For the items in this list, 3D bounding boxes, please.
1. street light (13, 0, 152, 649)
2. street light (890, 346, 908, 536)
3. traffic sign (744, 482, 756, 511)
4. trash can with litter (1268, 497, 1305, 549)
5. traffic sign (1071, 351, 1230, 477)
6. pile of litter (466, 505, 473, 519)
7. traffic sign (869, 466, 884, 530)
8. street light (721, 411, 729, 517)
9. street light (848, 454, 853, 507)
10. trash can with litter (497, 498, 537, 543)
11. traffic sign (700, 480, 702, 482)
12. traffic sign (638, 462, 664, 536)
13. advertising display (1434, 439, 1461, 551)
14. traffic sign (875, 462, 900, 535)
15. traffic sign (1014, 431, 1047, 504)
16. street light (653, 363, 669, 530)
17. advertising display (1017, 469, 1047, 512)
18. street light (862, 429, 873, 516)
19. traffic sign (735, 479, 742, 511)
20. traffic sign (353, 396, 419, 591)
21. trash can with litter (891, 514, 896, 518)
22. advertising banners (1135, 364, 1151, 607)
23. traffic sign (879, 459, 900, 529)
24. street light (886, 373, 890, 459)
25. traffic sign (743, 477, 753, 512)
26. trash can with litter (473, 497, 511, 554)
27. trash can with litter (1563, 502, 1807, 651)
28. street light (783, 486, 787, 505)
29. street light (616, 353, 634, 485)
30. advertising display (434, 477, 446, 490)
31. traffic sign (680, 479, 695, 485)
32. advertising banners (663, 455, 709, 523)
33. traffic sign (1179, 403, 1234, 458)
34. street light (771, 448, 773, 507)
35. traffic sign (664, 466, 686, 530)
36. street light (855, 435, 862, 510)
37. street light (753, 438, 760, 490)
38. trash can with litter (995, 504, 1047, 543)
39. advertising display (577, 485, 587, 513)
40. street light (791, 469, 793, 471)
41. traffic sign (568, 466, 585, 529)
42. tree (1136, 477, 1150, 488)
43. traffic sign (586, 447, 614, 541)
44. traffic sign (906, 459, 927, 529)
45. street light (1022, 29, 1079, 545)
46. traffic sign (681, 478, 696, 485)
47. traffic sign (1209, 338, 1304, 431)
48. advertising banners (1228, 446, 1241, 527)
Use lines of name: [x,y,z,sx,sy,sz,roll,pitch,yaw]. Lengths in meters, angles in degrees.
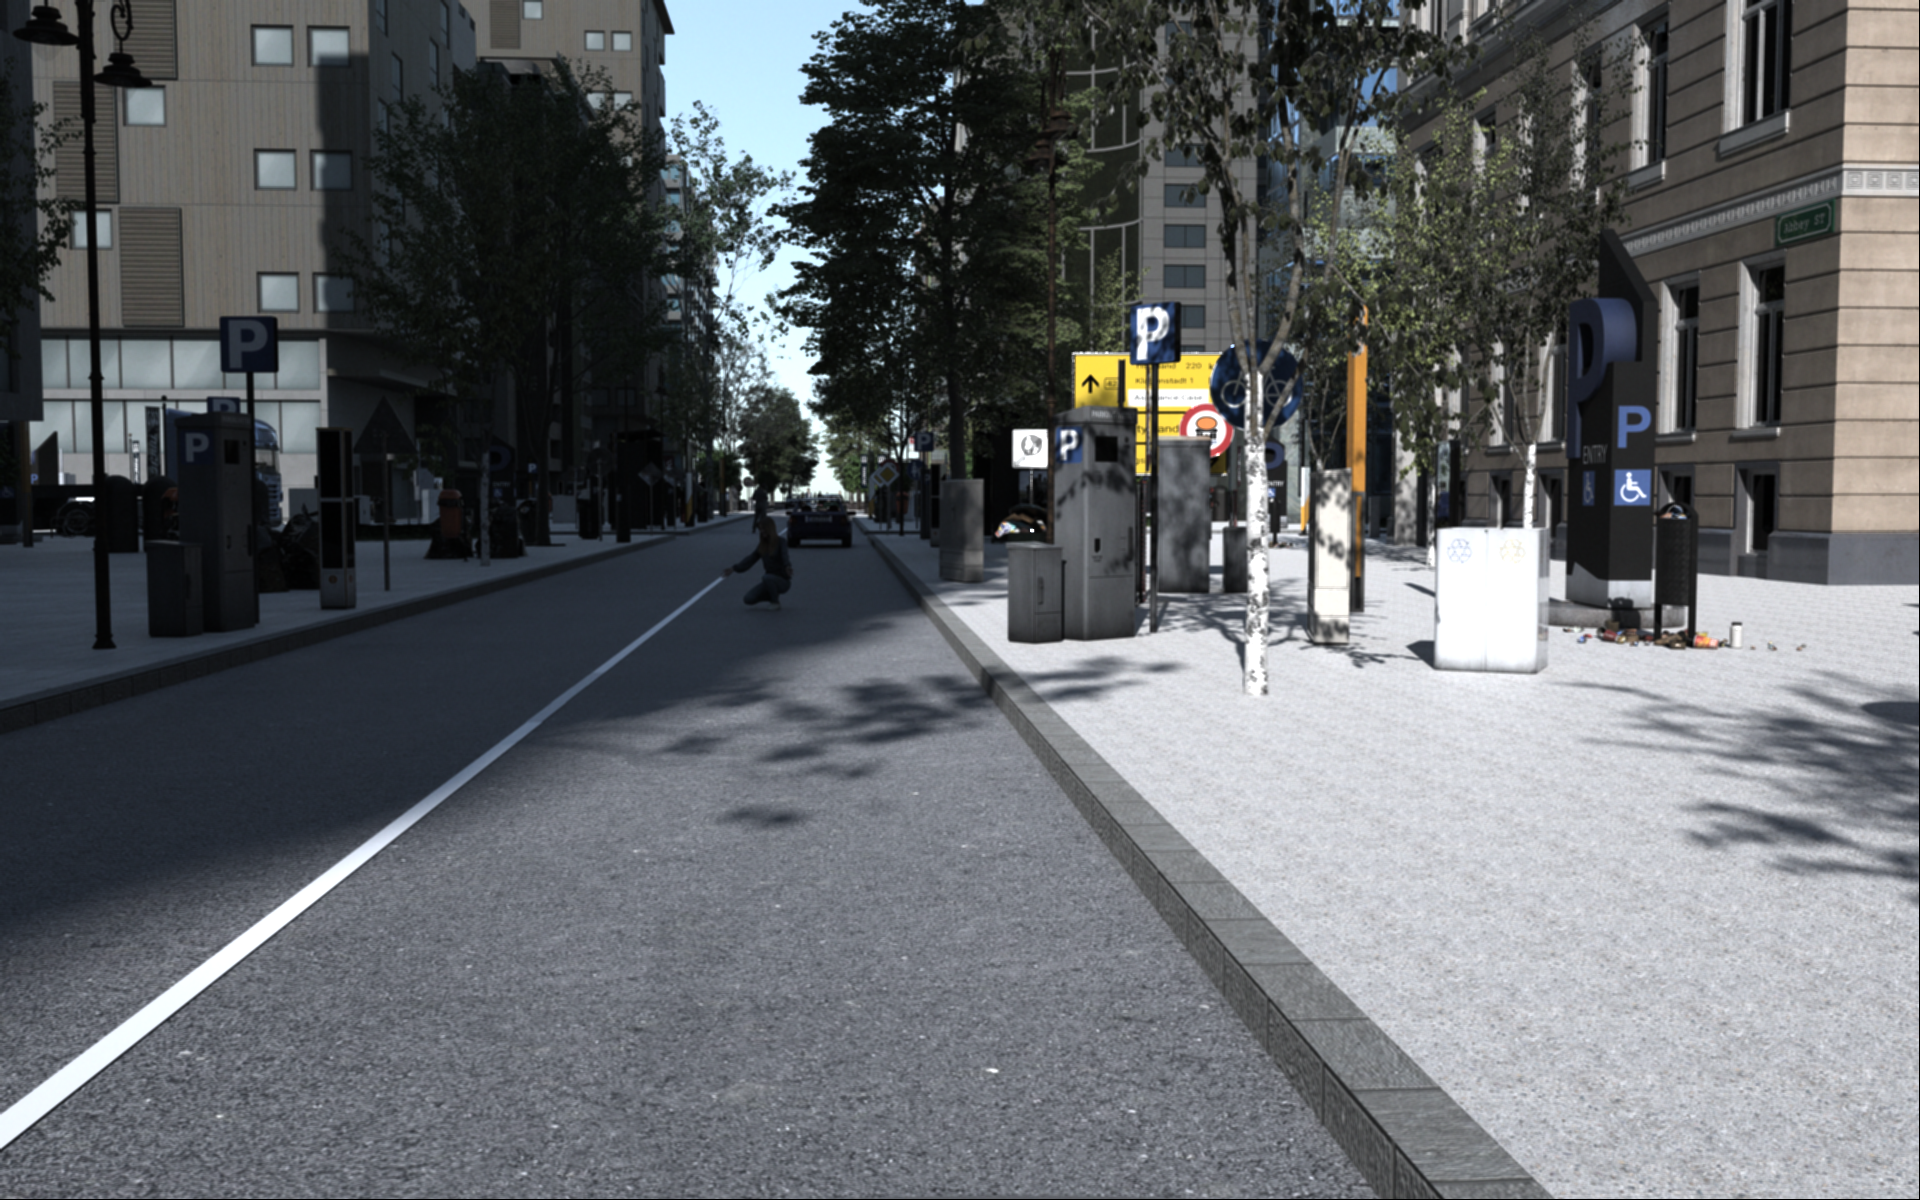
street light: [-7.114,-2.534,14.220,0.468,5.910,1.993,0,4,-4]
street light: [-1.793,-4.907,53.025,0.468,5.910,1.993,0,4,-4]
traffic sign: [-15.709,-7.932,129.696,0.884,2.594,0.081,0,4,2]
trash can with litter: [7.464,-1.876,41.727,1.678,1.210,2.233,1,4,13]
traffic sign: [2.727,-1.893,24.830,2.265,3.308,0.079,0,4,2]
pile of litter: [-24.585,-4.508,87.678,1.719,0.858,1.176,2,4,23]
traffic sign: [-2.832,-3.546,61.625,0.795,2.450,0.064,0,4,-4]
street light: [-13.074,-7.562,96.429,0.468,5.910,1.993,0,4,-4]
street light: [-10.919,-12.452,176.384,0.468,5.910,1.993,0,4,-4]
trash can with litter: [-11.385,-2.057,45.012,1.055,1.170,0.624,3,5,41]
traffic sign: [-16.813,-6.991,114.407,0.768,2.556,0.104,0,4,2]
traffic sign: [-9.472,-3.028,53.151,0.795,2.450,0.064,0,4,-4]
advertising display: [5.868,-0.959,20.887,0.123,1.923,0.974,0,4,5]
traffic sign: [-2.246,-3.059,53.661,0.795,2.450,0.064,0,4,-4]
traffic sign: [1.137,-1.558,27.604,0.606,2.300,0.079,0,4,0]
street light: [-10.537,-5.411,61.251,0.468,5.910,1.993,0,4,-4]
advertising display: [1.949,-2.399,44.430,0.974,1.923,0.123,1,4,22]
street light: [-5.249,-7.794,100.224,0.468,5.910,1.993,0,4,-4]
traffic sign: [-16.916,-8.023,131.287,0.768,2.556,0.104,0,4,-2]
traffic sign: [-7.608,-1.402,22.934,0.884,2.594,0.081,0,4,-1]
trash can with litter: [-3.608,-4.993,93.022,0.624,1.170,1.055,-2,4,-29]
advertising banners: [2.157,-1.486,20.476,0.090,3.025,2.074,1,4,11]
traffic sign: [-2.579,-3.853,63.104,0.768,2.556,0.104,0,4,-1]
street light: [-2.647,-5.643,65.051,0.468,5.910,1.993,0,4,-4]
traffic sign: [-15.521,-7.746,126.745,0.768,2.556,0.104,0,4,5]
trash can with litter: [-10.424,-1.622,37.579,2.233,1.210,1.678,-2,4,-30]
trash can with litter: [6.119,-0.248,15.116,1.678,1.210,2.233,-1,4,-10]
street light: [-22.200,-15.178,220.947,0.468,5.910,1.993,0,4,-4]
street light: [-9.667,-4.735,50.204,0.468,5.910,1.993,0,4,-4]
advertising display: [-19.516,-3.630,64.572,0.974,1.923,0.123,3,4,37]
traffic sign: [-15.206,-5.900,96.463,0.884,2.594,0.081,0,4,-1]
advertising banners: [-12.353,-5.010,78.103,2.074,3.025,0.090,-1,4,-19]
traffic sign: [3.440,-1.478,24.276,0.768,2.556,0.104,0,4,1]
street light: [-18.781,-12.238,172.874,0.468,5.910,1.993,0,4,-4]
traffic sign: [-10.058,-3.515,61.115,0.795,2.450,0.064,0,4,-4]
street light: [-7.830,-9.946,135.398,0.468,5.910,1.993,0,4,-4]
street light: [-16.149,-10.080,137.603,0.468,5.910,1.993,0,4,-4]
trash can with litter: [0.910,-0.528,20.022,0.624,1.170,1.055,2,4,30]
advertising display: [-25.944,-6.986,119.432,0.974,1.923,0.123,-1,4,-17]
street light: [-24.893,-17.356,256.553,0.468,5.910,1.993,0,4,-4]
traffic sign: [-13.886,-3.704,62.697,0.606,2.300,0.079,0,4,-4]
tree: [8.737,-5.567,85.614,1.663,3.219,1.824,0,3,0]
traffic sign: [-9.802,-2.879,47.184,0.768,2.556,0.104,0,4,2]
traffic sign: [-1.586,-3.895,63.793,0.768,2.556,0.104,0,4,1]
street light: [0.946,-2.757,17.862,0.468,5.910,1.993,0,4,-4]
traffic sign: [-15.947,-6.229,101.840,0.884,2.594,0.081,0,4,2]
traffic sign: [2.432,-0.867,14.287,0.768,2.556,0.104,0,4,2]
advertising banners: [9.951,-4.065,62.643,0.090,3.025,2.074,1,4,20]
